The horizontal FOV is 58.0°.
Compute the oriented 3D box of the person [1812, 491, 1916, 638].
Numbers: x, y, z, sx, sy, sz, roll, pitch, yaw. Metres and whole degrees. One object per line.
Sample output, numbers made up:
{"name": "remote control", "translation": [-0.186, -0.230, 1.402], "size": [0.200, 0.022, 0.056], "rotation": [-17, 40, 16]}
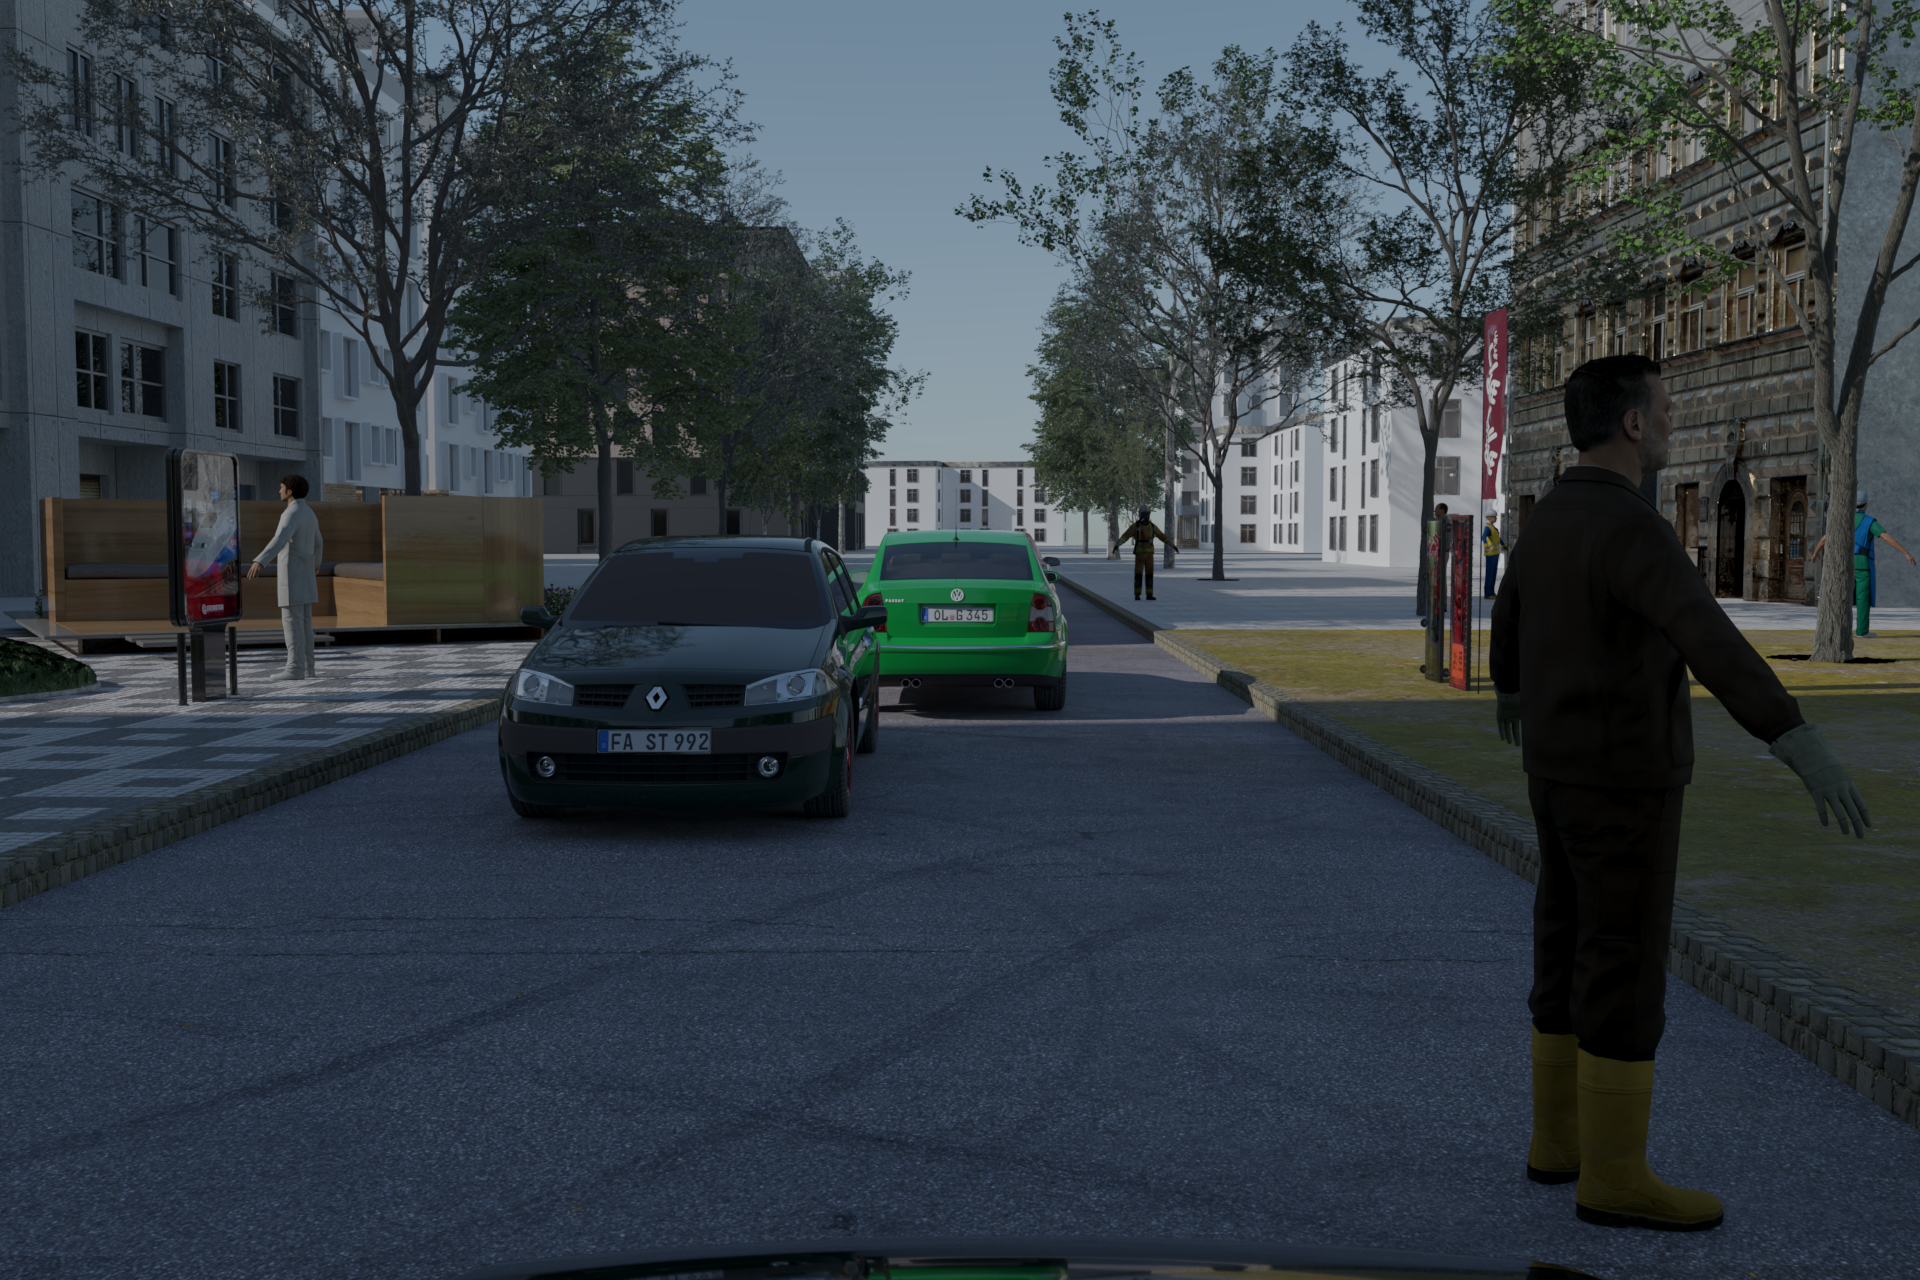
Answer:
{"name": "person", "translation": [11.116, -0.935, 21.422], "size": [0.704, 1.817, 1.347], "rotation": [-2, 4, -30]}

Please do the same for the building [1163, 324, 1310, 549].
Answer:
{"name": "building", "translation": [24.529, -18.812, 163.989], "size": [16.016, 20.090, 11.380], "rotation": [0, 4, 1]}

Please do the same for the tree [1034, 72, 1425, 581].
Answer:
{"name": "tree", "translation": [7.035, -8.367, 47.178], "size": [12.009, 13.543, 11.850], "rotation": [0, 3, 0]}

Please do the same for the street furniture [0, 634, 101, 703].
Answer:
{"name": "street furniture", "translation": [-9.567, 0.318, 10.432], "size": [5.734, 0.657, 10.072], "rotation": [0, 4, 2]}

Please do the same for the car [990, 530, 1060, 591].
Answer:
{"name": "car", "translation": [0.354, -0.929, 24.222], "size": [2.155, 1.783, 4.494], "rotation": [0, 3, 0]}

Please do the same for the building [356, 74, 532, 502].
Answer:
{"name": "building", "translation": [-26.299, -13.236, 72.828], "size": [16.016, 20.090, 11.380], "rotation": [0, 3, 0]}

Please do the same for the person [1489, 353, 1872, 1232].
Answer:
{"name": "person", "translation": [1.411, 0.299, 3.704], "size": [0.704, 1.812, 1.346], "rotation": [0, 4, -8]}

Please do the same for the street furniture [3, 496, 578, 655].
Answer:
{"name": "street furniture", "translation": [-7.739, -1.007, 23.326], "size": [9.812, 1.723, 11.010], "rotation": [-2, 4, -32]}

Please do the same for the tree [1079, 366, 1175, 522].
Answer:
{"name": "tree", "translation": [7.892, -7.614, 74.844], "size": [4.360, 8.622, 3.978], "rotation": [0, 3, 0]}

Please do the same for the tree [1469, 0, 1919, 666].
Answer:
{"name": "tree", "translation": [8.741, -5.579, 16.974], "size": [9.928, 11.665, 9.643], "rotation": [0, 3, 0]}

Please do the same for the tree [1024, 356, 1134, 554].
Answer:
{"name": "tree", "translation": [7.682, -11.726, 109.850], "size": [7.486, 12.596, 7.792], "rotation": [0, 3, 0]}

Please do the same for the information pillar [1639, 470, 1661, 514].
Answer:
{"name": "information pillar", "translation": [5.071, -0.525, 13.079], "size": [0.304, 2.012, 0.304], "rotation": [0, 4, -1]}

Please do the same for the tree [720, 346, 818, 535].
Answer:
{"name": "tree", "translation": [-7.498, -7.106, 66.553], "size": [4.737, 8.622, 4.395], "rotation": [0, 3, 0]}

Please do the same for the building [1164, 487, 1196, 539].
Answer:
{"name": "building", "translation": [26.493, -19.806, 180.251], "size": [16.016, 20.090, 11.380], "rotation": [0, 4, 0]}

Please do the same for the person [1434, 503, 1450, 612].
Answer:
{"name": "person", "translation": [7.897, -1.361, 28.523], "size": [0.705, 1.796, 1.348], "rotation": [1, 4, 15]}

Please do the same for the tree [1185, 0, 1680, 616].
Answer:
{"name": "tree", "translation": [7.068, -5.642, 26.661], "size": [8.767, 10.594, 7.601], "rotation": [3, 5, 40]}

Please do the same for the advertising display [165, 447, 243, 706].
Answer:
{"name": "advertising display", "translation": [-5.802, -0.496, 13.331], "size": [0.123, 1.923, 0.974], "rotation": [0, 4, 2]}

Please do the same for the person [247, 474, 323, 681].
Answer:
{"name": "person", "translation": [-5.896, -0.558, 15.311], "size": [0.705, 1.806, 1.347], "rotation": [0, 4, 2]}

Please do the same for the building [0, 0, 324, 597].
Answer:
{"name": "building", "translation": [-27.110, -10.297, 34.809], "size": [16.747, 18.905, 31.486], "rotation": [0, 4, 0]}

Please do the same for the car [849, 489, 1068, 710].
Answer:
{"name": "car", "translation": [-0.046, -0.406, 15.431], "size": [1.959, 1.807, 4.718], "rotation": [0, 4, -1]}

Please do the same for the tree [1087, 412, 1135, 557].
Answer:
{"name": "tree", "translation": [8.398, -9.028, 97.973], "size": [4.360, 8.622, 3.978], "rotation": [0, 3, 0]}

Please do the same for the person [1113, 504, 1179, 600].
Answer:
{"name": "person", "translation": [3.574, -1.698, 33.523], "size": [1.354, 1.858, 0.705], "rotation": [-1, 4, -14]}

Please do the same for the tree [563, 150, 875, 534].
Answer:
{"name": "tree", "translation": [-7.628, -8.884, 55.626], "size": [12.009, 13.543, 11.850], "rotation": [0, 3, 0]}

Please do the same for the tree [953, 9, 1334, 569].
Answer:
{"name": "tree", "translation": [6.477, -12.738, 64.149], "size": [12.611, 20.169, 13.585], "rotation": [0, 3, 0]}

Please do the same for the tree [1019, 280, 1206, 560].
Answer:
{"name": "tree", "translation": [7.631, -10.957, 85.798], "size": [9.857, 13.997, 8.962], "rotation": [0, 3, 0]}

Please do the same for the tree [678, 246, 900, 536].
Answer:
{"name": "tree", "translation": [-7.435, -10.398, 76.660], "size": [9.857, 13.997, 8.962], "rotation": [0, 3, 0]}

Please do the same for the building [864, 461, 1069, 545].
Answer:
{"name": "building", "translation": [-1.901, -15.535, 198.600], "size": [28.070, 9.664, 9.099], "rotation": [1, 4, 10]}

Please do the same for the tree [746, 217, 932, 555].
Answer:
{"name": "tree", "translation": [-8.097, -15.314, 106.270], "size": [12.611, 20.169, 13.585], "rotation": [0, 3, 0]}

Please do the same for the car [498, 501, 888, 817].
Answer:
{"name": "car", "translation": [-1.394, -0.013, 9.995], "size": [2.009, 1.686, 4.222], "rotation": [0, 4, 0]}

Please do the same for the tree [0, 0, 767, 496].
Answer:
{"name": "tree", "translation": [-7.867, -6.986, 24.592], "size": [12.009, 13.543, 11.850], "rotation": [0, 3, 0]}

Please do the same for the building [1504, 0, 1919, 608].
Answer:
{"name": "building", "translation": [24.296, -12.682, 38.287], "size": [19.493, 23.208, 18.063], "rotation": [0, 4, 1]}

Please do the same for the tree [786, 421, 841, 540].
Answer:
{"name": "tree", "translation": [-7.326, -8.421, 88.041], "size": [4.737, 8.622, 4.395], "rotation": [0, 3, 0]}

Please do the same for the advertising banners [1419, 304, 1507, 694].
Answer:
{"name": "advertising banners", "translation": [4.147, -1.108, 14.310], "size": [0.090, 3.025, 2.074], "rotation": [0, 4, 0]}

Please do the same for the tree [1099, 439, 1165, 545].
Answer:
{"name": "tree", "translation": [19.421, -17.455, 195.752], "size": [12.009, 13.543, 11.850], "rotation": [0, 3, 0]}

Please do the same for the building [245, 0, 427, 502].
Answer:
{"name": "building", "translation": [-25.604, -12.046, 53.377], "size": [16.016, 20.090, 11.380], "rotation": [0, 4, 0]}

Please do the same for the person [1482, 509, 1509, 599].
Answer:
{"name": "person", "translation": [10.529, -1.687, 34.045], "size": [0.721, 1.772, 1.216], "rotation": [3, 4, 36]}

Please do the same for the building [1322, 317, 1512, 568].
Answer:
{"name": "building", "translation": [21.163, -7.648, 67.187], "size": [9.099, 9.664, 28.070], "rotation": [0, 4, 1]}

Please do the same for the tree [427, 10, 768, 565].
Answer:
{"name": "tree", "translation": [-8.363, -7.371, 38.650], "size": [7.486, 12.596, 7.792], "rotation": [0, 3, 0]}

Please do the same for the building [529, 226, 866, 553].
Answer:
{"name": "building", "translation": [-22.011, -17.588, 131.541], "size": [27.936, 21.610, 32.646], "rotation": [0, 3, 0]}

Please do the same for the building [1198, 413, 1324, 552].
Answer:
{"name": "building", "translation": [24.768, -11.761, 134.444], "size": [9.099, 9.664, 28.070], "rotation": [0, 4, 1]}
